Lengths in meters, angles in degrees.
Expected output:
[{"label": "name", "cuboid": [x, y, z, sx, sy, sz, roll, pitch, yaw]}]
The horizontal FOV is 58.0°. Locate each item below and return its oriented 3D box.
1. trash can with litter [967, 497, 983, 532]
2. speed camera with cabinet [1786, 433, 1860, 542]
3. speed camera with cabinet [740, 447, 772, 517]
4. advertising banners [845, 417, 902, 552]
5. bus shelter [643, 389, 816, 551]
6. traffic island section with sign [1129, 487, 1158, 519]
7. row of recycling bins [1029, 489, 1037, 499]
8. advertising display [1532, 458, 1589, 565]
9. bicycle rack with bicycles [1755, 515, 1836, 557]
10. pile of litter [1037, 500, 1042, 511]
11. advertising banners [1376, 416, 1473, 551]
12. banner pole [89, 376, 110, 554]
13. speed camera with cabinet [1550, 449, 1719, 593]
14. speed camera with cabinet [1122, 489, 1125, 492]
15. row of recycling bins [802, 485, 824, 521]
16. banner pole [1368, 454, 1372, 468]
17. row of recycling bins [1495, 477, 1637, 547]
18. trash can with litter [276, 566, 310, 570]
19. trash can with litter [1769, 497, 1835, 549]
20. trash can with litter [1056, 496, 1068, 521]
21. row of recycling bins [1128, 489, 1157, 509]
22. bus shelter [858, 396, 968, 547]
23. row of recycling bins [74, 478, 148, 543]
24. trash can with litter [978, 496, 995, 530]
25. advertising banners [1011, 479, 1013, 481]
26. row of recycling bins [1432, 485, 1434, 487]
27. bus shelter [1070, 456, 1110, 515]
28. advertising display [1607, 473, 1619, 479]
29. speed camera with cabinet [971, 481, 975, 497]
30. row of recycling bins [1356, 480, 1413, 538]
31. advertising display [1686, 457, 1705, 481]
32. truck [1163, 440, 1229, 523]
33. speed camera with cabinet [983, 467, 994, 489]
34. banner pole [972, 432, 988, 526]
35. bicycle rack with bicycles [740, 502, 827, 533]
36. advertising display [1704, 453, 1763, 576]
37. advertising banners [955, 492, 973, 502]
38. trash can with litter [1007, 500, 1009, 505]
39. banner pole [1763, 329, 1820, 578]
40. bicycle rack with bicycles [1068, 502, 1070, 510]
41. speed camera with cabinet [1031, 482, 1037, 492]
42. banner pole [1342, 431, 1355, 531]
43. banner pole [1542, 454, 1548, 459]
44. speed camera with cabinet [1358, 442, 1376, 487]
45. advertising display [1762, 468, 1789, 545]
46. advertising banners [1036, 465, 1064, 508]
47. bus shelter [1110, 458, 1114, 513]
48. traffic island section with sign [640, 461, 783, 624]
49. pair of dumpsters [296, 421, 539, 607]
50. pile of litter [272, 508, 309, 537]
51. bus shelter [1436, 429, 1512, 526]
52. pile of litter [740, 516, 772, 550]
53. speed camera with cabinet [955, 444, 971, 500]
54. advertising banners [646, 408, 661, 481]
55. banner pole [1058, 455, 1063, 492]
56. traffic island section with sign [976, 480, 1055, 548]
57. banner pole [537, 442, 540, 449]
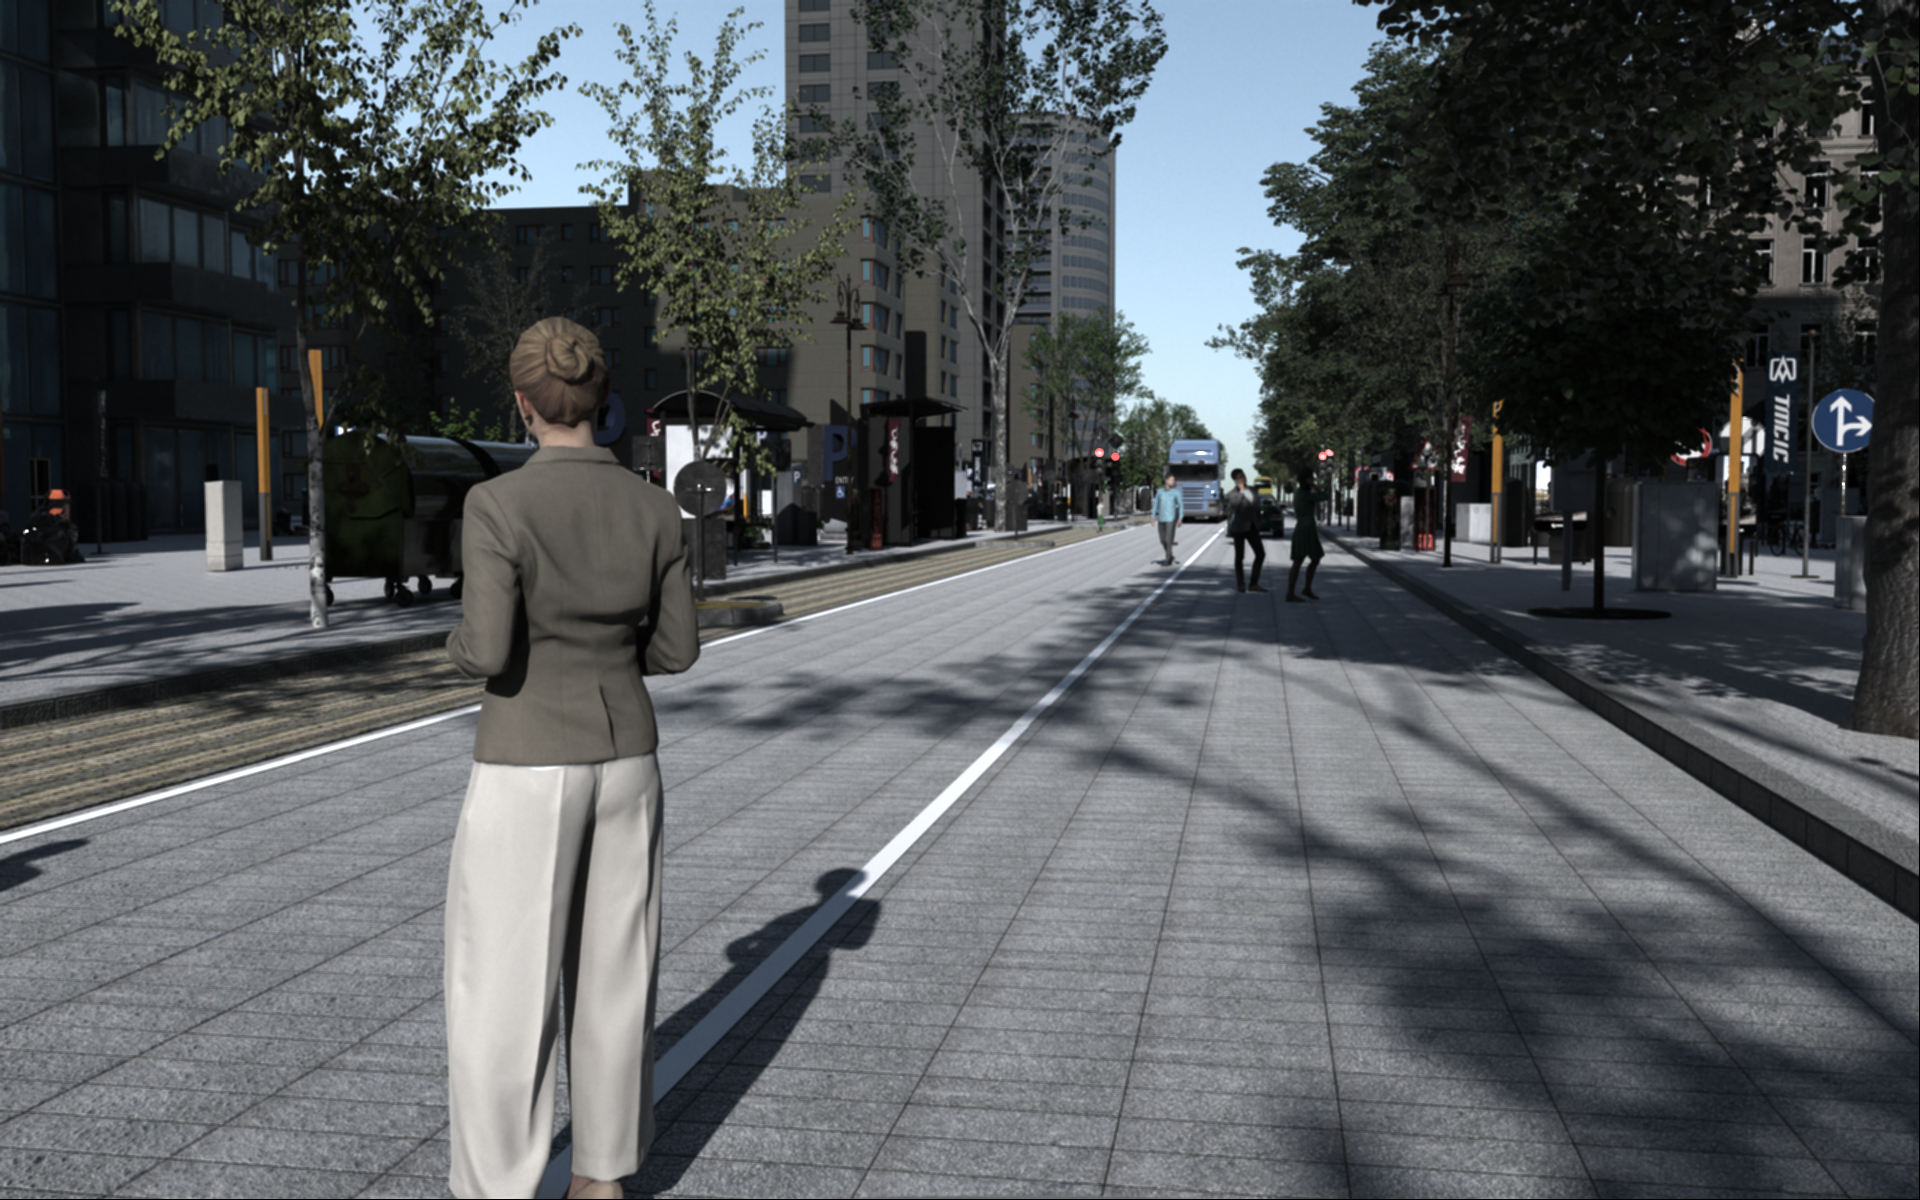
[{"label": "trash can with litter", "cuboid": [0.384, -2.952, 59.654, 0.624, 1.170, 1.055, 1, 4, 15]}, {"label": "speed camera with cabinet", "cuboid": [23.143, -3.206, 46.762, 2.038, 3.252, 0.660, 0, 4, 1]}, {"label": "speed camera with cabinet", "cuboid": [-8.539, -4.813, 73.023, 2.038, 3.252, 0.660, -1, 4, -13]}, {"label": "advertising banners", "cuboid": [-1.930, -2.630, 39.188, 0.090, 3.025, 2.074, 2, 4, 35]}, {"label": "bus shelter", "cuboid": [-4.683, -2.584, 36.173, 2.014, 3.302, 5.546, 1, 4, 10]}, {"label": "traffic island section with sign", "cuboid": [10.943, -5.684, 101.560, 1.989, 1.847, 2.006, 1, 4, 10]}, {"label": "row of recycling bins", "cuboid": [5.911, -7.866, 135.716, 3.534, 1.692, 1.069, -2, 4, -27]}, {"label": "advertising display", "cuboid": [10.885, -1.601, 31.396, 0.974, 1.923, 0.123, 0, 4, 8]}, {"label": "bicycle rack with bicycles", "cuboid": [17.711, -1.349, 35.431, 2.852, 0.926, 2.925, 3, 5, 43]}, {"label": "pile of litter", "cuboid": [5.303, -6.412, 118.796, 1.719, 0.858, 1.176, -1, 4, -12]}, {"label": "advertising banners", "cuboid": [10.445, -2.618, 38.986, 2.074, 3.025, 0.090, 1, 4, 15]}, {"label": "banner pole", "cuboid": [-18.192, -2.854, 36.674, 0.863, 3.779, 0.401, 3, 5, 45]}, {"label": "speed camera with cabinet", "cuboid": [8.915, -1.749, 22.931, 2.038, 3.252, 0.660, 1, 4, 14]}, {"label": "speed camera with cabinet", "cuboid": [11.341, -8.178, 128.041, 2.038, 3.252, 0.660, -2, 4, -33]}, {"label": "row of recycling bins", "cuboid": [-7.656, -4.635, 82.890, 3.534, 1.692, 1.069, 3, 5, 44]}, {"label": "banner pole", "cuboid": [25.794, -7.303, 109.416, 0.863, 3.779, 0.401, -2, 4, -33]}, {"label": "row of recycling bins", "cuboid": [14.753, -2.139, 42.090, 3.534, 1.692, 1.069, 0, 4, 1]}, {"label": "trash can with litter", "cuboid": [-10.495, -1.122, 29.398, 1.678, 1.210, 2.233, -3, 5, -40]}, {"label": "trash can with litter", "cuboid": [20.165, -1.835, 41.066, 1.678, 1.210, 2.233, 1, 4, 22]}, {"label": "trash can with litter", "cuboid": [4.735, -4.285, 81.449, 0.624, 1.170, 1.055, -1, 4, -10]}, {"label": "row of recycling bins", "cuboid": [15.306, -8.454, 145.338, 1.069, 1.692, 3.534, 3, 5, 43]}, {"label": "bus shelter", "cuboid": [-1.142, -3.274, 44.805, 1.731, 3.624, 6.357, 1, 4, 10]}, {"label": "row of recycling bins", "cuboid": [-22.792, -2.418, 46.653, 1.069, 1.692, 3.534, 0, 4, -6]}, {"label": "trash can with litter", "cuboid": [0.653, -3.113, 61.947, 2.233, 1.210, 1.678, 0, 4, 1]}, {"label": "advertising banners", "cuboid": [3.341, -7.246, 114.652, 0.090, 3.025, 2.074, 0, 4, -5]}, {"label": "row of recycling bins", "cuboid": [17.586, -3.660, 66.961, 3.534, 1.692, 1.069, 0, 4, 1]}, {"label": "bus shelter", "cuboid": [8.072, -7.166, 108.453, 1.731, 3.624, 6.357, 1, 4, 10]}, {"label": "advertising display", "cuboid": [20.120, -3.000, 54.266, 0.123, 1.923, 0.974, -3, 5, -45]}, {"label": "speed camera with cabinet", "cuboid": [0.453, -7.327, 114.129, 0.660, 3.252, 2.038, 1, 4, 14]}, {"label": "row of recycling bins", "cuboid": [12.512, -2.691, 51.106, 1.069, 1.692, 3.534, 0, 4, -3]}, {"label": "advertising display", "cuboid": [12.907, -1.532, 30.260, 0.123, 1.923, 0.974, 0, 4, 2]}, {"label": "truck", "cuboid": [12.729, -6.215, 91.372, 2.967, 4.110, 18.799, 1, 4, 10]}, {"label": "speed camera with cabinet", "cuboid": [2.658, -8.066, 126.221, 2.038, 3.252, 0.660, -2, 4, -26]}, {"label": "banner pole", "cuboid": [0.852, -4.869, 69.630, 0.863, 3.779, 0.401, -1, 4, -19]}, {"label": "bicycle rack with bicycles", "cuboid": [-5.446, -2.658, 56.847, 2.925, 0.926, 2.852, 0, 4, 3]}, {"label": "advertising display", "cuboid": [12.149, -1.347, 27.231, 0.974, 1.923, 0.123, -2, 4, -23]}, {"label": "advertising banners", "cuboid": [-0.123, -6.934, 109.552, 2.074, 3.025, 0.090, 2, 4, 30]}, {"label": "trash can with litter", "cuboid": [2.144, -4.279, 81.353, 0.624, 1.170, 1.055, -2, 4, -24]}, {"label": "banner pole", "cuboid": [12.727, -2.231, 26.488, 0.863, 3.779, 0.401, 1, 4, 18]}, {"label": "bicycle rack with bicycles", "cuboid": [9.806, -7.532, 136.535, 2.852, 0.926, 2.925, 0, 4, -8]}, {"label": "speed camera with cabinet", "cuboid": [5.584, -9.103, 143.161, 0.660, 3.252, 2.038, -3, 4, -38]}, {"label": "banner pole", "cuboid": [13.629, -4.302, 60.356, 0.401, 3.779, 0.863, 2, 4, 31]}, {"label": "banner pole", "cuboid": [13.175, -2.959, 38.404, 0.863, 3.779, 0.401, -2, 4, -29]}, {"label": "speed camera with cabinet", "cuboid": [15.366, -4.307, 64.749, 0.660, 3.252, 2.038, 0, 4, 2]}, {"label": "advertising display", "cuboid": [20.556, -2.356, 43.735, 0.974, 1.923, 0.123, -2, 4, -31]}, {"label": "advertising banners", "cuboid": [5.478, -6.694, 105.640, 2.074, 3.025, 0.090, 3, 5, 40]}, {"label": "bus shelter", "cuboid": [9.627, -7.670, 116.694, 1.731, 3.624, 6.357, 1, 4, 10]}, {"label": "traffic island section with sign", "cuboid": [-3.127, -0.692, 19.947, 1.989, 1.847, 2.006, 1, 4, 10]}, {"label": "pair of dumpsters", "cuboid": [-6.489, -1.170, 21.617, 1.574, 2.255, 4.437, 1, 4, 10]}, {"label": "pile of litter", "cuboid": [-20.435, -2.383, 52.927, 1.176, 0.858, 1.719, 2, 4, 33]}, {"label": "bus shelter", "cuboid": [16.708, -3.846, 56.800, 2.014, 3.302, 5.546, 1, 4, 10]}, {"label": "pile of litter", "cuboid": [-4.975, -1.619, 40.433, 1.176, 0.858, 1.719, 0, 4, 2]}, {"label": "speed camera with cabinet", "cuboid": [-0.502, -4.525, 68.326, 0.660, 3.252, 2.038, -2, 4, -32]}, {"label": "advertising banners", "cuboid": [-6.791, -2.364, 34.840, 2.074, 3.025, 0.090, -2, 4, -31]}, {"label": "banner pole", "cuboid": [6.488, -7.438, 111.632, 0.401, 3.779, 0.863, 2, 4, 28]}, {"label": "traffic island section with sign", "cuboid": [1.537, -2.352, 47.084, 1.989, 1.847, 2.006, 1, 4, 10]}, {"label": "banner pole", "cuboid": [-17.682, -4.988, 71.568, 0.863, 3.779, 0.401, 1, 4, 13]}]
